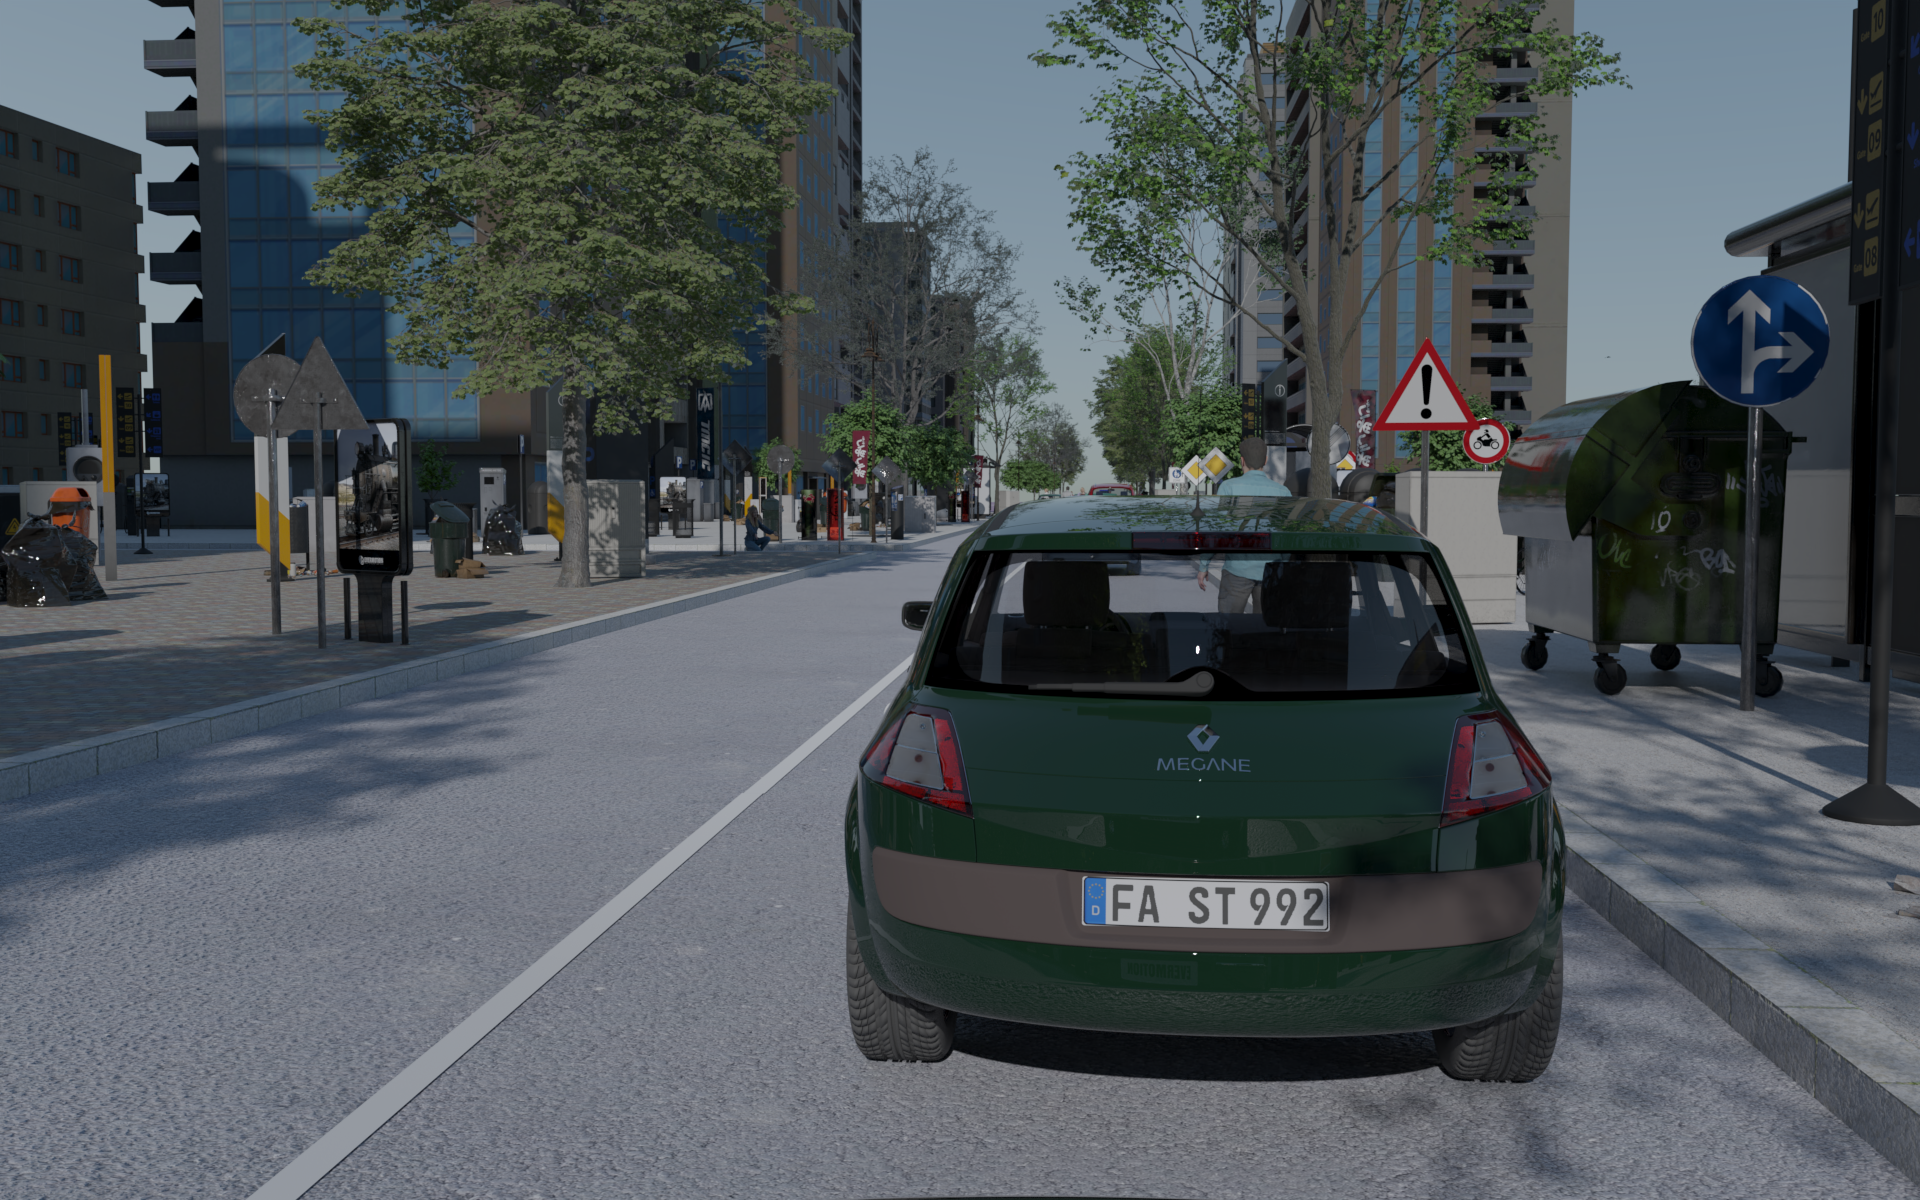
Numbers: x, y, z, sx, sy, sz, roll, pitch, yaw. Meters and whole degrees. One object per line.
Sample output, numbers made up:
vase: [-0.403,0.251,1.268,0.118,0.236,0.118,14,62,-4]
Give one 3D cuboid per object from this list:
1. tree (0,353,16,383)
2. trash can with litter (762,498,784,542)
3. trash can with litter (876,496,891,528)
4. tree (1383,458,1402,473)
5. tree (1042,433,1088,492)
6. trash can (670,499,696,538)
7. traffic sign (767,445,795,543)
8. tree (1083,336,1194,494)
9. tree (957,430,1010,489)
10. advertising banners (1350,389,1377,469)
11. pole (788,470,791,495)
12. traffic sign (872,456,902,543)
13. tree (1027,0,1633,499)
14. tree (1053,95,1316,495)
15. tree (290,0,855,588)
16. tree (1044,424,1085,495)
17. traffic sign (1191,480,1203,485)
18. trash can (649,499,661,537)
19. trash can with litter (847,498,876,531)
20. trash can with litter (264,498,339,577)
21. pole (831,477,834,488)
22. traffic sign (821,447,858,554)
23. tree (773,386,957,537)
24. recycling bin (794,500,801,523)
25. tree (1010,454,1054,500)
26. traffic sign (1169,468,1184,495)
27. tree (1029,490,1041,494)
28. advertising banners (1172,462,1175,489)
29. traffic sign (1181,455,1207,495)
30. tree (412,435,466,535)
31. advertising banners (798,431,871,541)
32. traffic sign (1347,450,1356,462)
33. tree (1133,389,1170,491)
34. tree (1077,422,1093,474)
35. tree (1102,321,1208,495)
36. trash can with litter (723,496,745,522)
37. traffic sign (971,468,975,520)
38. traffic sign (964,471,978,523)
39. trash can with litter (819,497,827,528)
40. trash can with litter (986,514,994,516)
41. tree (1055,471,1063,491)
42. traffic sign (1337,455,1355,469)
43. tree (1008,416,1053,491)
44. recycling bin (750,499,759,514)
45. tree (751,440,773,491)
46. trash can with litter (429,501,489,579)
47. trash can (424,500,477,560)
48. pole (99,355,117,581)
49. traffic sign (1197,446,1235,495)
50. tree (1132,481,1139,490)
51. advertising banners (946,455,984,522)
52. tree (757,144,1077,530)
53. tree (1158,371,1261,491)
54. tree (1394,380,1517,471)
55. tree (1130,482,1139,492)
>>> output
tree: [-5.832,-0.848,8.472,1.663,3.219,1.824,0,3,0]
trash can with litter: [-5.049,-2.177,46.975,0.624,1.170,1.055,-1,4,-10]
trash can with litter: [-3.011,-3.423,67.030,1.678,1.210,2.233,0,4,7]
tree: [23.298,-6.011,92.881,1.663,3.219,1.824,0,3,0]
tree: [15.368,-19.891,259.626,8.767,10.594,7.601,1,4,16]
trash can: [-8.053,-2.367,50.350,0.748,1.137,0.748,0,3,0]
traffic sign: [-4.661,-2.742,44.933,0.768,2.556,0.104,1,4,15]
tree: [14.463,-14.126,137.609,9.857,13.997,8.962,0,3,0]
tree: [-0.955,-5.324,70.763,4.285,4.588,4.351,0,3,0]
advertising banners: [7.456,-2.029,29.359,2.074,3.025,0.090,-1,4,-23]
pole: [-9.201,-6.095,93.499,0.158,3.312,0.155,0,3,0]
traffic sign: [-1.910,-2.537,45.129,0.795,2.450,0.064,0,4,5]
tree: [4.656,-5.889,22.033,9.928,11.665,9.643,0,3,0]
tree: [10.660,-13.786,81.295,12.611,20.169,13.585,0,3,0]
tree: [-5.365,-6.475,23.995,7.486,12.596,7.792,0,3,0]
tree: [16.323,-21.789,274.378,7.486,12.596,7.792,0,3,0]
traffic sign: [13.060,-5.845,95.679,0.768,2.556,0.104,0,4,8]
trash can: [-9.297,-2.457,51.833,0.748,1.137,0.748,0,3,0]
trash can with litter: [-3.439,-2.982,60.147,1.055,1.170,0.624,2,4,29]
trash can with litter: [-10.298,-1.025,27.821,1.678,1.210,2.233,2,4,25]
pole: [-6.650,-5.897,90.255,0.158,3.312,0.155,0,3,0]
traffic sign: [-2.585,-2.051,37.173,0.795,2.450,0.064,0,4,5]
tree: [-2.793,-4.205,52.459,4.285,4.588,4.351,0,3,0]
recycling bin: [-7.377,-4.016,78.216,0.722,1.027,0.722,3,4,36]
tree: [4.681,-9.475,138.628,4.285,4.588,4.351,0,3,0]
traffic sign: [8.333,-3.942,66.586,0.606,2.300,0.079,1,4,11]
tree: [7.259,-10.485,166.023,1.663,3.219,1.824,0,3,0]
advertising banners: [11.458,-6.064,95.336,0.090,3.025,2.074,-1,4,-15]
traffic sign: [6.054,-2.495,44.436,0.795,2.450,0.064,0,4,5]
tree: [-16.731,-3.670,54.610,1.663,3.219,1.824,0,3,0]
advertising banners: [-3.447,-3.139,47.512,2.074,3.025,0.090,1,4,12]
traffic sign: [10.835,-2.990,48.991,0.768,2.556,0.104,1,4,9]
tree: [13.701,-10.516,122.295,4.737,8.622,4.395,0,3,0]
tree: [12.308,-19.409,227.707,12.009,13.543,11.850,0,3,0]
tree: [13.174,-11.999,114.316,7.486,12.596,7.792,0,3,0]
trash can with litter: [-10.638,-4.250,80.874,1.055,1.170,0.624,-2,4,-32]
traffic sign: [0.589,-5.258,86.081,0.768,2.556,0.104,0,4,5]
traffic sign: [0.439,-4.643,77.101,0.795,2.450,0.064,0,4,7]
trash can with litter: [-4.947,-3.325,65.758,0.624,1.170,1.055,-2,4,-25]
trash can with litter: [1.567,-5.457,100.274,1.678,1.210,2.233,0,4,3]
tree: [6.154,-9.926,145.996,4.285,4.588,4.351,0,3,0]
traffic sign: [10.786,-2.899,48.579,0.795,2.450,0.064,1,4,10]
tree: [6.362,-12.377,152.733,4.360,8.622,3.978,0,3,0]
recycling bin: [-9.354,-4.185,80.981,0.722,1.027,0.722,1,4,10]
tree: [-10.518,-7.045,98.891,4.285,4.588,4.351,0,3,0]
trash can with litter: [-7.648,-0.929,26.578,1.055,1.170,0.624,2,4,35]
trash can: [-8.307,-1.027,28.437,0.748,1.137,0.748,0,3,0]
pole: [-12.556,-1.938,25.526,0.158,3.312,0.155,0,3,0]
traffic sign: [5.379,-2.008,36.479,0.795,2.450,0.064,0,4,5]
tree: [22.953,-16.794,224.943,4.360,8.622,3.978,0,3,0]
advertising banners: [0.225,-5.024,78.331,2.074,3.025,0.090,3,4,36]
tree: [-1.982,-9.241,61.453,12.009,13.543,11.850,0,3,0]
tree: [6.967,-3.839,46.483,4.285,4.588,4.351,0,3,0]
tree: [14.399,-4.076,50.355,4.285,4.588,4.351,0,3,0]
tree: [24.404,-15.384,246.125,1.663,3.219,1.824,0,3,0]
